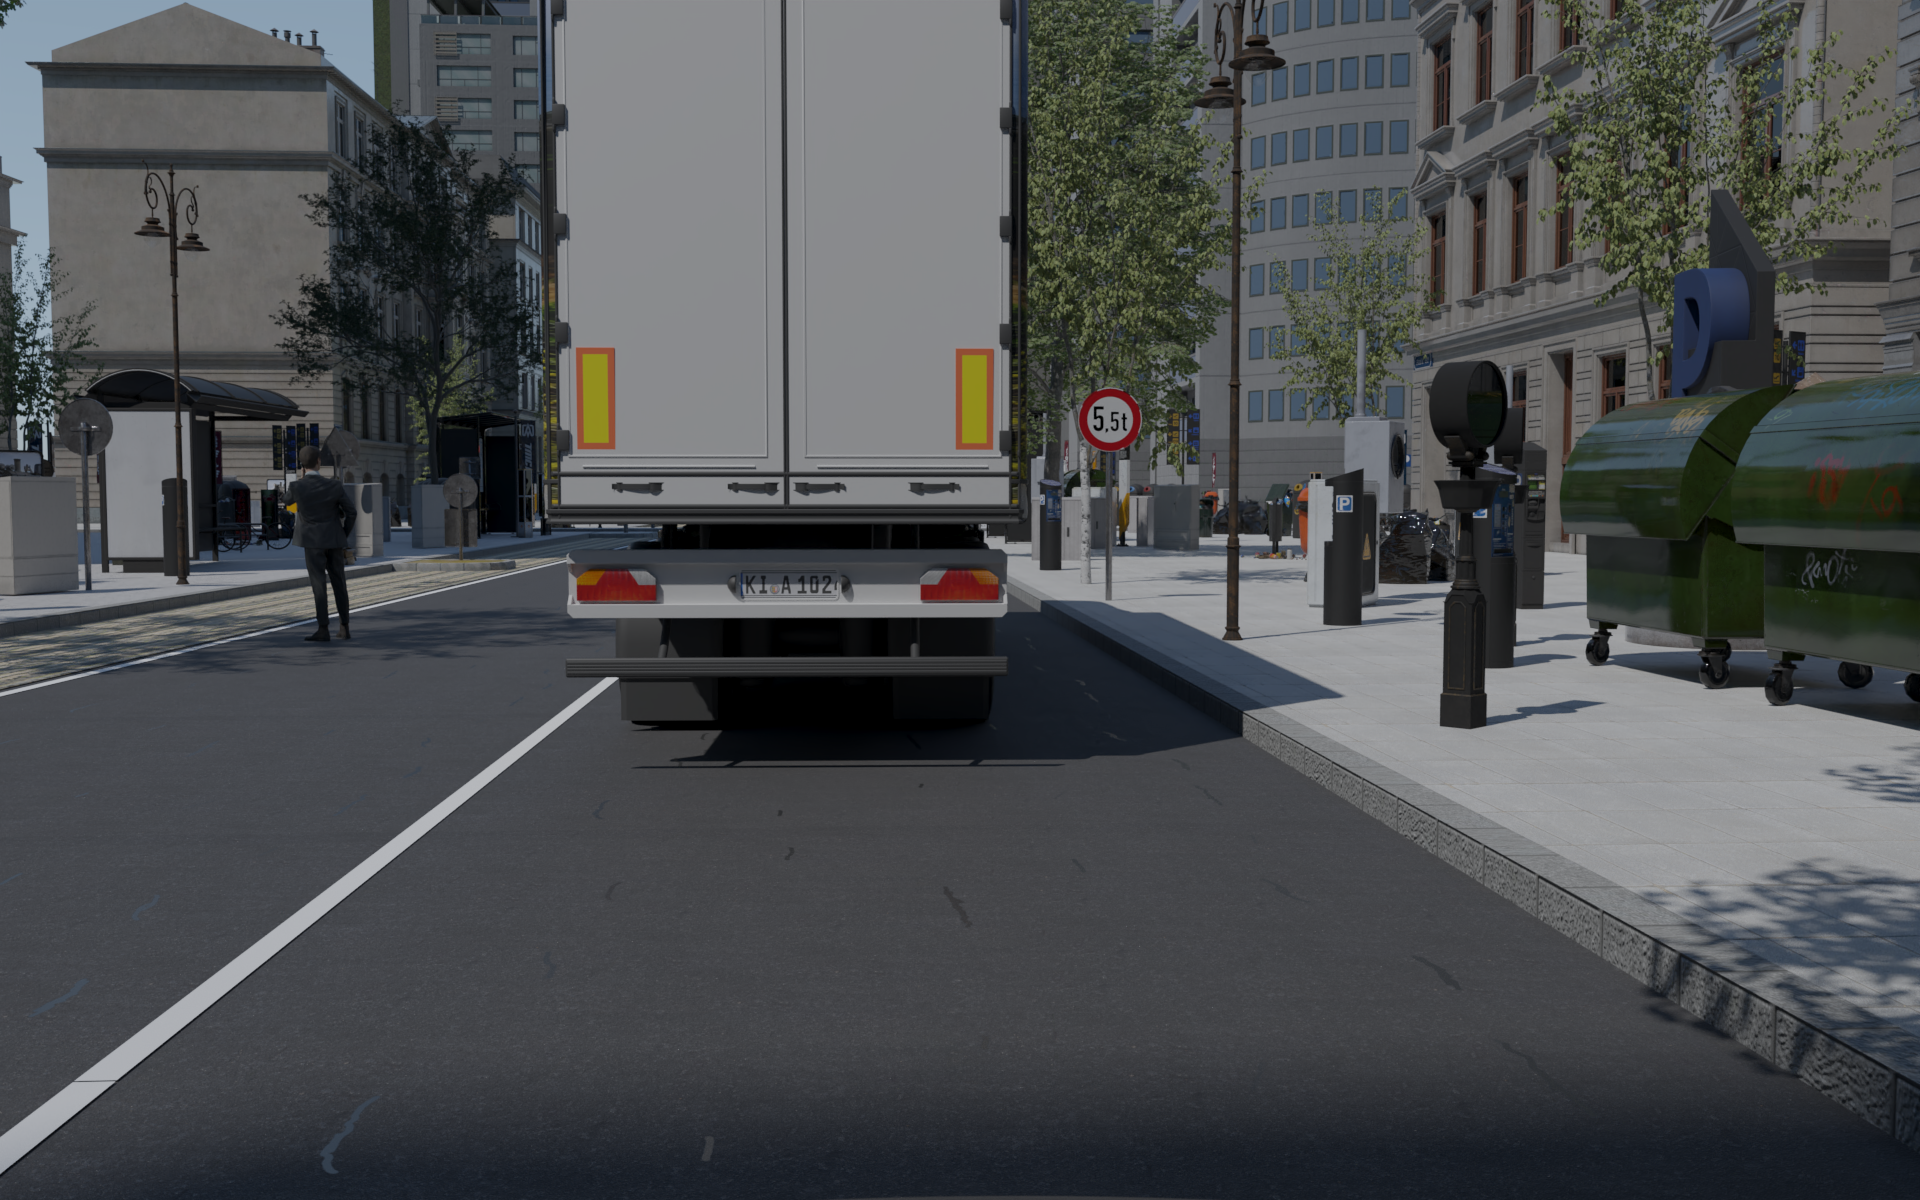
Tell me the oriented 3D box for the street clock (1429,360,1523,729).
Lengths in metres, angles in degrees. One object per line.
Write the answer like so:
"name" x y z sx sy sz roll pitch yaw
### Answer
"street clock" 2.778 -0.302 9.501 0.358 2.002 0.471 3 5 44

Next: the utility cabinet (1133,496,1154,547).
"utility cabinet" 4.586 -1.937 42.831 0.306 1.237 1.020 1 4 16

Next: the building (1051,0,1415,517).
"building" 16.986 -35.508 122.560 21.231 58.520 28.212 0 4 -4

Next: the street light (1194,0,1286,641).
"street light" 2.394 -2.585 15.046 0.468 5.910 1.993 0 4 -4

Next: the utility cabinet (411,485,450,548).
"utility cabinet" -12.605 -1.990 41.218 0.318 1.500 1.173 1 4 15

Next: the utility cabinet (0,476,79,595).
"utility cabinet" -11.894 -0.832 22.274 0.318 1.500 1.173 1 4 11

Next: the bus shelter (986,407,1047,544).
"bus shelter" 1.464 -3.445 47.607 1.731 3.624 6.357 0 4 -4

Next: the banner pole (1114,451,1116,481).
"banner pole" 6.814 -5.407 78.417 0.863 3.779 0.401 -1 4 -20

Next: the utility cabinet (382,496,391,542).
"utility cabinet" -15.847 -2.164 46.535 1.020 1.237 0.306 -1 4 -10

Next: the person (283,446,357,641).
"person" -6.280 -0.557 16.976 0.648 1.900 0.474 -3 5 -43

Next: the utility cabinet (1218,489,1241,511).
"utility cabinet" 11.617 -4.035 74.655 1.173 1.500 0.318 -3 5 -42

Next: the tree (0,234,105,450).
"tree" -27.005 -6.091 49.950 4.737 8.622 4.395 0 3 0

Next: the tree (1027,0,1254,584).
"tree" 1.893 -4.518 24.233 4.737 8.622 4.395 0 3 0

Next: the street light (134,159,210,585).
"street light" -11.024 -3.156 24.382 0.468 5.910 1.993 0 4 -4

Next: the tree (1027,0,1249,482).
"tree" 2.275 -7.176 35.459 7.486 12.596 7.792 0 3 0

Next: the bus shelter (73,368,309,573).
"bus shelter" -13.356 -2.243 30.592 2.014 3.302 5.546 0 4 -4

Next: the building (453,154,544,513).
"building" -36.343 -17.786 124.086 16.112 22.955 30.059 0 4 -4

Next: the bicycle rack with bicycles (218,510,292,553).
"bicycle rack with bicycles" -16.844 -1.558 38.851 2.925 0.926 2.852 0 4 -2

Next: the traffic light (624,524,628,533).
"traffic light" -11.074 -4.187 57.382 0.839 4.253 0.868 0 4 -4

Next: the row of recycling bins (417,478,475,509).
"row of recycling bins" -13.326 -2.296 44.646 1.069 1.692 3.534 -2 4 -29

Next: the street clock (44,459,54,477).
"street clock" -18.904 -1.900 35.630 0.358 2.002 0.471 2 4 32

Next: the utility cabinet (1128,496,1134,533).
"utility cabinet" 5.994 -2.797 56.894 1.020 1.237 0.306 3 5 44

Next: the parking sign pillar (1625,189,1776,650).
"parking sign pillar" 6.504 -1.611 14.807 1.447 3.967 1.447 0 4 7

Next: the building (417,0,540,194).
"building" -36.535 -28.262 145.679 14.154 41.232 14.086 0 4 -4

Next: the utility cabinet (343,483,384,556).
"utility cabinet" -12.365 -1.637 35.451 1.173 1.500 0.318 2 4 27

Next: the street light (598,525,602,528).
"street light" -13.676 -5.678 65.615 0.468 5.910 1.993 0 4 -4

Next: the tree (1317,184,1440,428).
"tree" 9.290 -5.518 40.586 4.737 8.622 4.395 0 3 0

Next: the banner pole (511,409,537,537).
"banner pole" -12.960 -3.758 51.457 0.863 3.779 0.401 -3 4 -38

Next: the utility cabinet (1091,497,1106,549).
"utility cabinet" 2.978 -1.796 40.526 1.020 1.237 0.306 -3 5 -43

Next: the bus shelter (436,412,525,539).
"bus shelter" -14.420 -3.744 52.489 1.731 3.624 6.357 0 4 -3

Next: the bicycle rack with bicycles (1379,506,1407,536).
"bicycle rack with bicycles" 13.197 -2.361 51.986 2.925 0.926 2.852 3 5 45

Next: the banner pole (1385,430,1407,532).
"banner pole" 14.847 -4.229 59.160 0.863 3.779 0.401 0 4 5

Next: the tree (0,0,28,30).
"tree" -10.859 -5.338 13.030 9.928 11.665 9.643 0 3 0

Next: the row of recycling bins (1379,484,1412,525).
"row of recycling bins" 18.260 -3.807 69.361 3.534 1.692 1.069 0 4 -6

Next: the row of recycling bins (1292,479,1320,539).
"row of recycling bins" 10.029 -2.543 48.690 1.069 1.692 3.534 0 4 3

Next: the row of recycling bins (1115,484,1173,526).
"row of recycling bins" 7.310 -3.788 69.050 3.534 1.692 1.069 3 5 41

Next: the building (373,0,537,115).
"building" -41.973 -38.162 165.956 21.231 58.520 28.212 0 4 -4

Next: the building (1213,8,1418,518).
"building" 25.274 -33.383 87.818 28.212 58.520 21.231 0 4 -4

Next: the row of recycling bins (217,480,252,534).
"row of recycling bins" -22.417 -2.792 52.770 1.069 1.692 3.534 -2 4 -33

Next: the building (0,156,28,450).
"building" -57.975 -14.513 79.089 24.055 21.916 13.314 0 4 -4

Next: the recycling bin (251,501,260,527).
"recycling bin" -27.859 -3.370 67.653 0.722 1.027 0.722 1 4 19

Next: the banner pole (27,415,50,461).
"banner pole" -28.528 -3.901 53.799 0.401 3.779 0.863 3 5 40

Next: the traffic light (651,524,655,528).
"traffic light" -11.587 -4.675 65.350 0.839 4.253 0.868 0 4 -4

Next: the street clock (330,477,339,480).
"street clock" -25.897 -4.114 71.831 0.358 2.002 0.471 2 4 33

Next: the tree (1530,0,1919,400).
"tree" 8.573 -4.295 20.579 4.737 8.622 4.395 0 3 0

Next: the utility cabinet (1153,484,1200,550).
"utility cabinet" 4.947 -1.896 39.673 0.318 1.500 1.173 -3 4 -39

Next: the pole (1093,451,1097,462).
"pole" 6.371 -5.390 81.963 0.158 3.312 0.155 0 3 0

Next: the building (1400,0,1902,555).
"building" 17.986 -12.305 37.348 11.583 22.565 21.152 0 4 -4

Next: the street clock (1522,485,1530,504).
"street clock" 4.611 -0.613 14.599 0.358 2.002 0.471 1 4 19

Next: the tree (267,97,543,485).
"tree" -13.072 -6.576 41.931 8.767 10.594 7.601 3 5 40

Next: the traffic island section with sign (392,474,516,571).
"traffic island section with sign" -9.535 -1.482 32.864 1.989 1.847 2.006 0 4 -4

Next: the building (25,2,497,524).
"building" -33.430 -16.655 91.391 14.460 24.649 34.723 0 4 -4

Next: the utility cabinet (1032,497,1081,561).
"utility cabinet" 1.897 -1.365 33.477 1.020 1.237 0.306 0 4 3

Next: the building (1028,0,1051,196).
"building" 14.555 -33.152 165.737 21.300 48.544 21.600 0 4 -4

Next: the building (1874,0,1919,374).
"building" 18.936 -10.252 16.779 9.793 20.994 18.267 0 4 -4

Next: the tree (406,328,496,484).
"tree" -22.879 -7.767 77.355 4.737 8.622 4.395 0 3 0
